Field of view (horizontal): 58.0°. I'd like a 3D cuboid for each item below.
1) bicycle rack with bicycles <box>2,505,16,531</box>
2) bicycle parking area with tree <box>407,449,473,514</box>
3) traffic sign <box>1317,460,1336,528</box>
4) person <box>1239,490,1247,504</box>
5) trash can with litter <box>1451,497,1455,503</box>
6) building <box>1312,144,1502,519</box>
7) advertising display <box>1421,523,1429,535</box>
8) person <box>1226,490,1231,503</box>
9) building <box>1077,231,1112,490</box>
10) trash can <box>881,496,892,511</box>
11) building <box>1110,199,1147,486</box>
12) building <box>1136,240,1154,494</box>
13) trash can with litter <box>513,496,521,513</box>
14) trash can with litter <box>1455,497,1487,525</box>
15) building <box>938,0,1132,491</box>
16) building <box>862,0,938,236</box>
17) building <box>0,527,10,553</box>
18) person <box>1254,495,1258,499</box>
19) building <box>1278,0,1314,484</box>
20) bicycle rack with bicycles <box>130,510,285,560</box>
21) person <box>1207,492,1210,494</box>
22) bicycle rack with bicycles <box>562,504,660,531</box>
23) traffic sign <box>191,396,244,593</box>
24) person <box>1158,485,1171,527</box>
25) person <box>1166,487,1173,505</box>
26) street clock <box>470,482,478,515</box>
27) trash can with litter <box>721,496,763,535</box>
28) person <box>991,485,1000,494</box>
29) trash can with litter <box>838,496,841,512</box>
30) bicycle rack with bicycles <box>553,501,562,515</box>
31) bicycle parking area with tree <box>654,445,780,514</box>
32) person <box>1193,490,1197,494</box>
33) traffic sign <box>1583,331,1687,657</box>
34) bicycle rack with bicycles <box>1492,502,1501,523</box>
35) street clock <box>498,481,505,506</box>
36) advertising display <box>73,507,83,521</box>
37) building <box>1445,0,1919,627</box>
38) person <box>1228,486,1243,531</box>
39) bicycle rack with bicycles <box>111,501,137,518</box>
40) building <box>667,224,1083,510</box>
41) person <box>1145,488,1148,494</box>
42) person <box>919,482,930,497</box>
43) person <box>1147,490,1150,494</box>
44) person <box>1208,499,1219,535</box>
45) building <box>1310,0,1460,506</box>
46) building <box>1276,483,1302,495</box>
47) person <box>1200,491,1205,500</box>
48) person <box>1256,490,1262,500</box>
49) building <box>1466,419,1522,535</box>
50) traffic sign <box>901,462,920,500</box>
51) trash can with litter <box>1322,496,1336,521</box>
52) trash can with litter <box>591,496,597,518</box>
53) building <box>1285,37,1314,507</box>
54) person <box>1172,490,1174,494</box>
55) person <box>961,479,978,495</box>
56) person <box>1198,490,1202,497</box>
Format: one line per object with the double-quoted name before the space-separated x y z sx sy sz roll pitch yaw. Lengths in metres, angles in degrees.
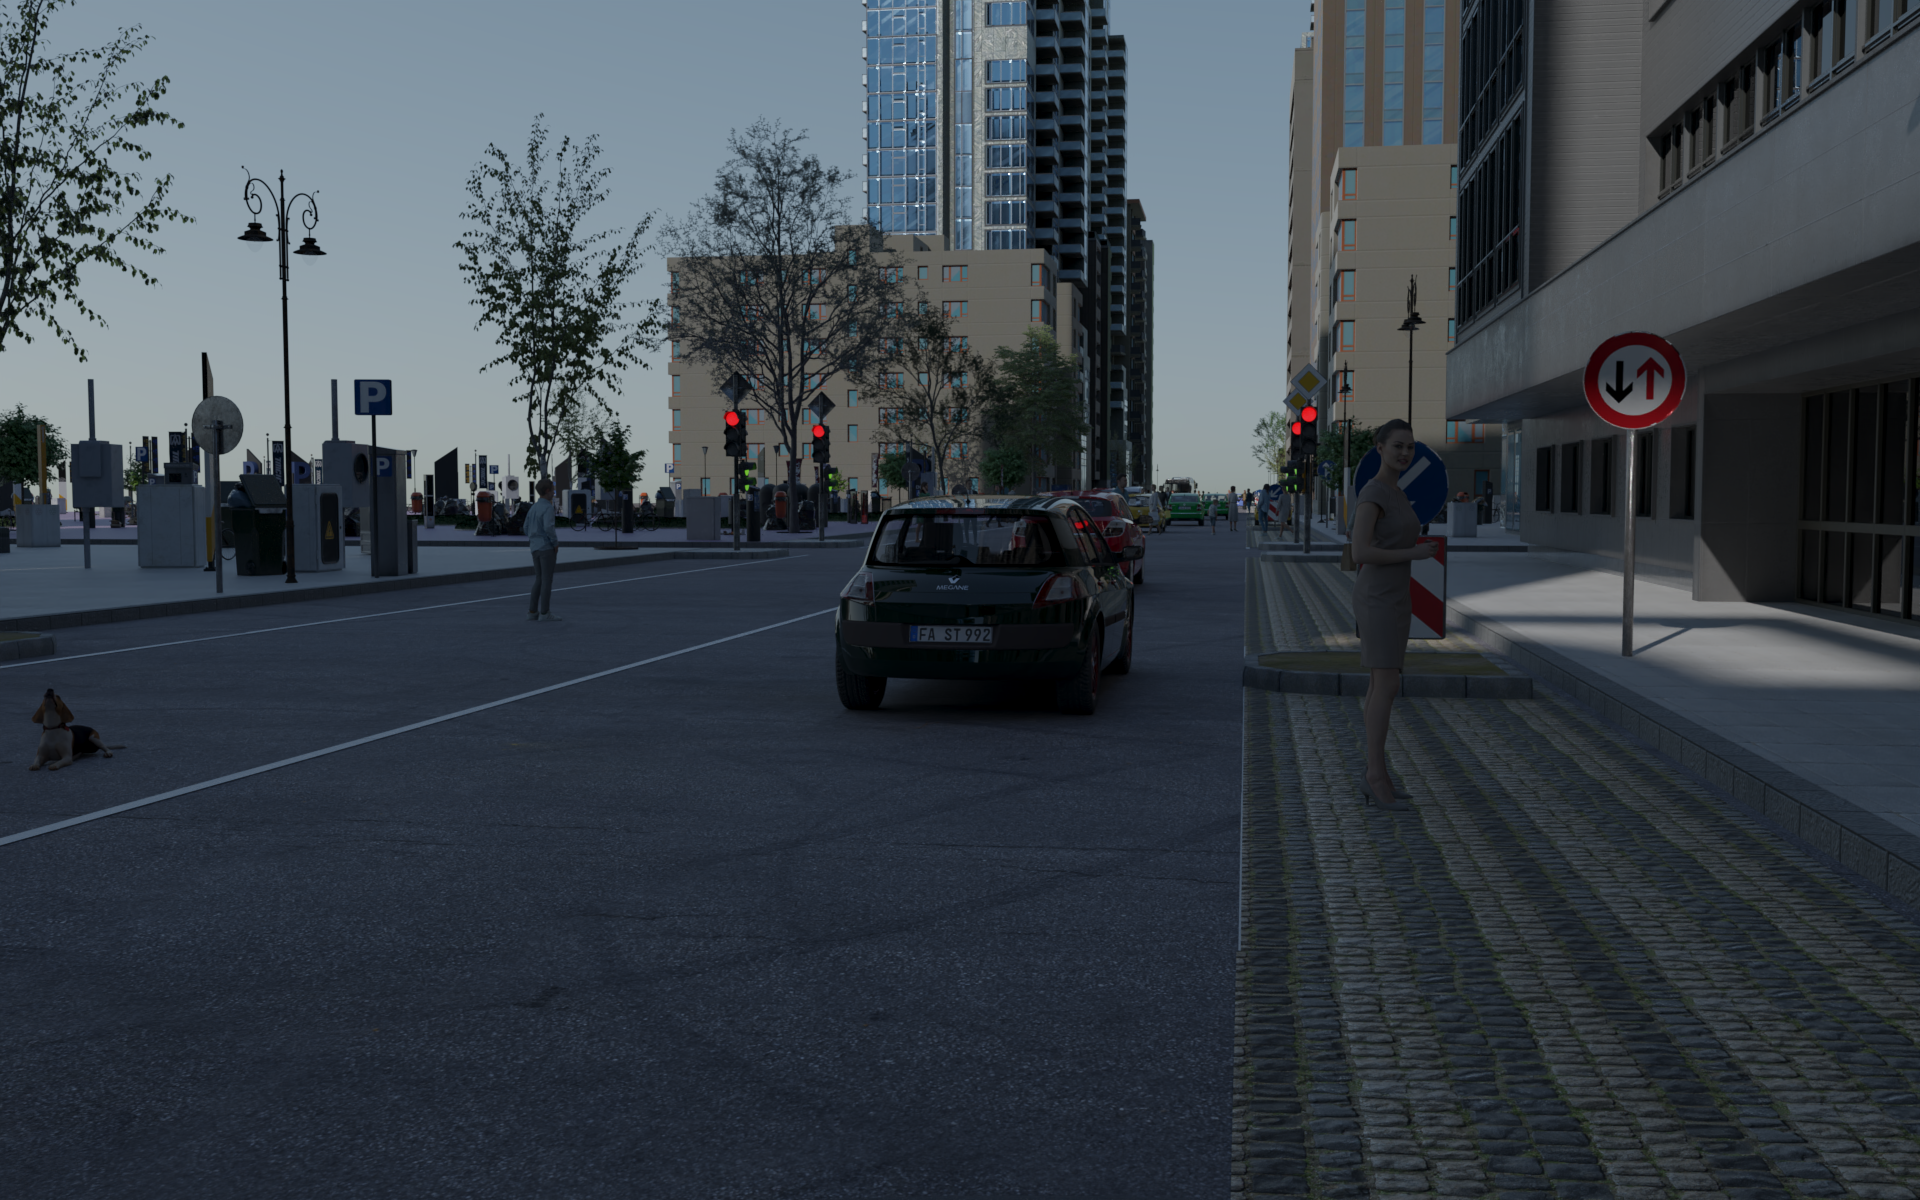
"bicycle rack with bicycles" -31.653 -2.643 56.588 2.852 0.926 2.925 -1 4 -11
"bicycle parking area with tree" -36.406 -7.730 113.387 9.016 4.147 8.231 -1 4 -23
"traffic sign" 13.844 -3.986 65.272 0.768 2.556 0.104 1 4 11
"person" 26.045 -9.156 158.287 1.348 1.812 0.705 -2 4 -25
"trash can with litter" 21.033 -3.732 72.411 1.055 1.170 0.624 0 4 4
"building" 34.841 -15.511 98.641 27.650 21.520 28.899 1 4 9
"advertising display" 8.751 -1.677 32.629 0.123 1.923 0.974 1 4 12
"person" 20.643 -7.566 132.751 0.990 1.755 0.434 1 4 15
"building" 8.972 -25.557 189.565 14.160 30.474 14.107 1 4 9
"trash can" -4.332 -5.535 102.144 0.748 1.137 0.748 0 3 0
"building" 15.469 -36.498 251.364 22.147 44.769 28.867 1 4 9
"building" 22.967 -35.986 271.962 14.154 41.232 14.086 1 4 9
"trash can with litter" -28.167 -6.029 109.960 0.624 1.170 1.055 -1 4 -16
"trash can with litter" 21.114 -3.664 71.299 1.055 1.170 0.624 -1 4 -17
"building" 11.230 -55.525 220.505 22.319 86.520 31.000 1 4 9
"building" 2.061 -52.202 166.178 22.319 86.520 31.000 1 4 9
"building" -33.944 -29.811 29.408 28.212 58.520 21.231 1 4 9
"person" 27.857 -9.320 161.664 1.217 1.735 0.721 3 4 37
"building" 54.877 -56.332 233.702 22.319 86.520 31.000 1 4 9
"bicycle rack with bicycles" -13.595 -1.202 33.040 2.852 0.926 2.925 0 4 4
"person" 22.991 -9.149 159.554 0.593 1.643 0.415 -2 4 -35
"bicycle rack with bicycles" -11.752 -2.869 60.291 2.925 0.926 2.852 1 4 16
"traffic sign" -9.621 -1.365 22.431 0.768 2.556 0.104 1 4 13
"person" 8.467 -4.006 74.218 0.699 1.804 1.509 -1 4 -18
"person" 12.094 -5.635 100.405 0.659 1.850 0.755 2 4 26
"street clock" -30.136 -6.285 107.334 0.471 2.002 0.358 2 4 32
"trash can with litter" -7.110 -2.680 54.867 1.678 1.210 2.233 -1 4 -8
"person" 1.501 -4.043 74.517 0.836 1.842 0.656 0 4 8
"trash can with litter" -6.149 -4.909 91.316 1.678 1.210 2.233 3 5 40
"bicycle rack with bicycles" -21.060 -4.899 93.473 2.852 0.926 2.925 0 4 2
"bicycle parking area with tree" -13.188 -7.103 103.130 8.231 4.147 9.016 3 5 42
"person" 20.880 -8.876 153.629 0.705 1.823 1.348 0 4 -6
"traffic sign" 5.278 -0.827 13.622 0.768 2.556 0.104 1 4 12
"bicycle rack with bicycles" 24.504 -3.848 76.294 2.925 0.926 2.852 -2 4 -33
"street clock" -25.320 -5.590 95.969 0.358 2.002 0.471 3 5 45
"advertising display" -41.172 -4.655 81.318 0.974 1.923 0.123 0 4 5
"building" 14.575 -12.263 19.575 14.314 24.678 30.058 1 4 9
"person" 10.609 -3.530 66.791 0.480 1.755 0.524 3 5 41
"bicycle rack with bicycles" -43.569 -4.792 91.731 2.925 0.926 2.852 2 4 26
"building" -5.373 -17.959 138.671 27.650 21.520 28.899 1 4 9
"person" 12.151 -6.380 112.922 0.767 1.812 0.694 -1 4 -15
"person" -1.062 -2.593 51.139 0.529 1.795 0.600 1 4 12
"person" 16.455 -8.712 150.958 0.705 1.821 1.348 -1 4 -17
"person" 8.905 -2.919 60.916 0.352 1.250 0.332 -1 4 -11
"building" 35.415 -29.879 138.637 14.600 45.320 14.200 1 4 9
"building" 64.330 -34.838 261.485 32.217 40.220 23.993 1 4 9
"person" 21.879 -9.004 156.423 0.721 1.736 1.217 -1 4 -14
"person" 23.904 -7.853 137.680 0.721 1.735 1.217 -1 4 -21
"building" 31.638 -26.508 53.014 30.456 49.044 23.786 1 4 9
"traffic sign" -1.967 -4.187 68.568 0.768 2.556 0.104 1 4 14
"trash can with litter" 18.251 -4.431 83.508 1.678 1.210 2.233 3 5 40
"trash can with litter" -19.533 -4.843 90.571 0.624 1.170 1.055 3 4 38
"building" 45.113 -34.022 179.955 21.300 48.544 21.600 1 4 9
"person" 16.170 -7.535 132.235 0.617 1.759 0.750 -2 4 -28
"person" 0.306 -2.403 47.566 0.659 1.850 0.755 -1 4 -9
"person" 19.825 -8.266 144.364 0.721 1.735 1.217 -3 4 -36
